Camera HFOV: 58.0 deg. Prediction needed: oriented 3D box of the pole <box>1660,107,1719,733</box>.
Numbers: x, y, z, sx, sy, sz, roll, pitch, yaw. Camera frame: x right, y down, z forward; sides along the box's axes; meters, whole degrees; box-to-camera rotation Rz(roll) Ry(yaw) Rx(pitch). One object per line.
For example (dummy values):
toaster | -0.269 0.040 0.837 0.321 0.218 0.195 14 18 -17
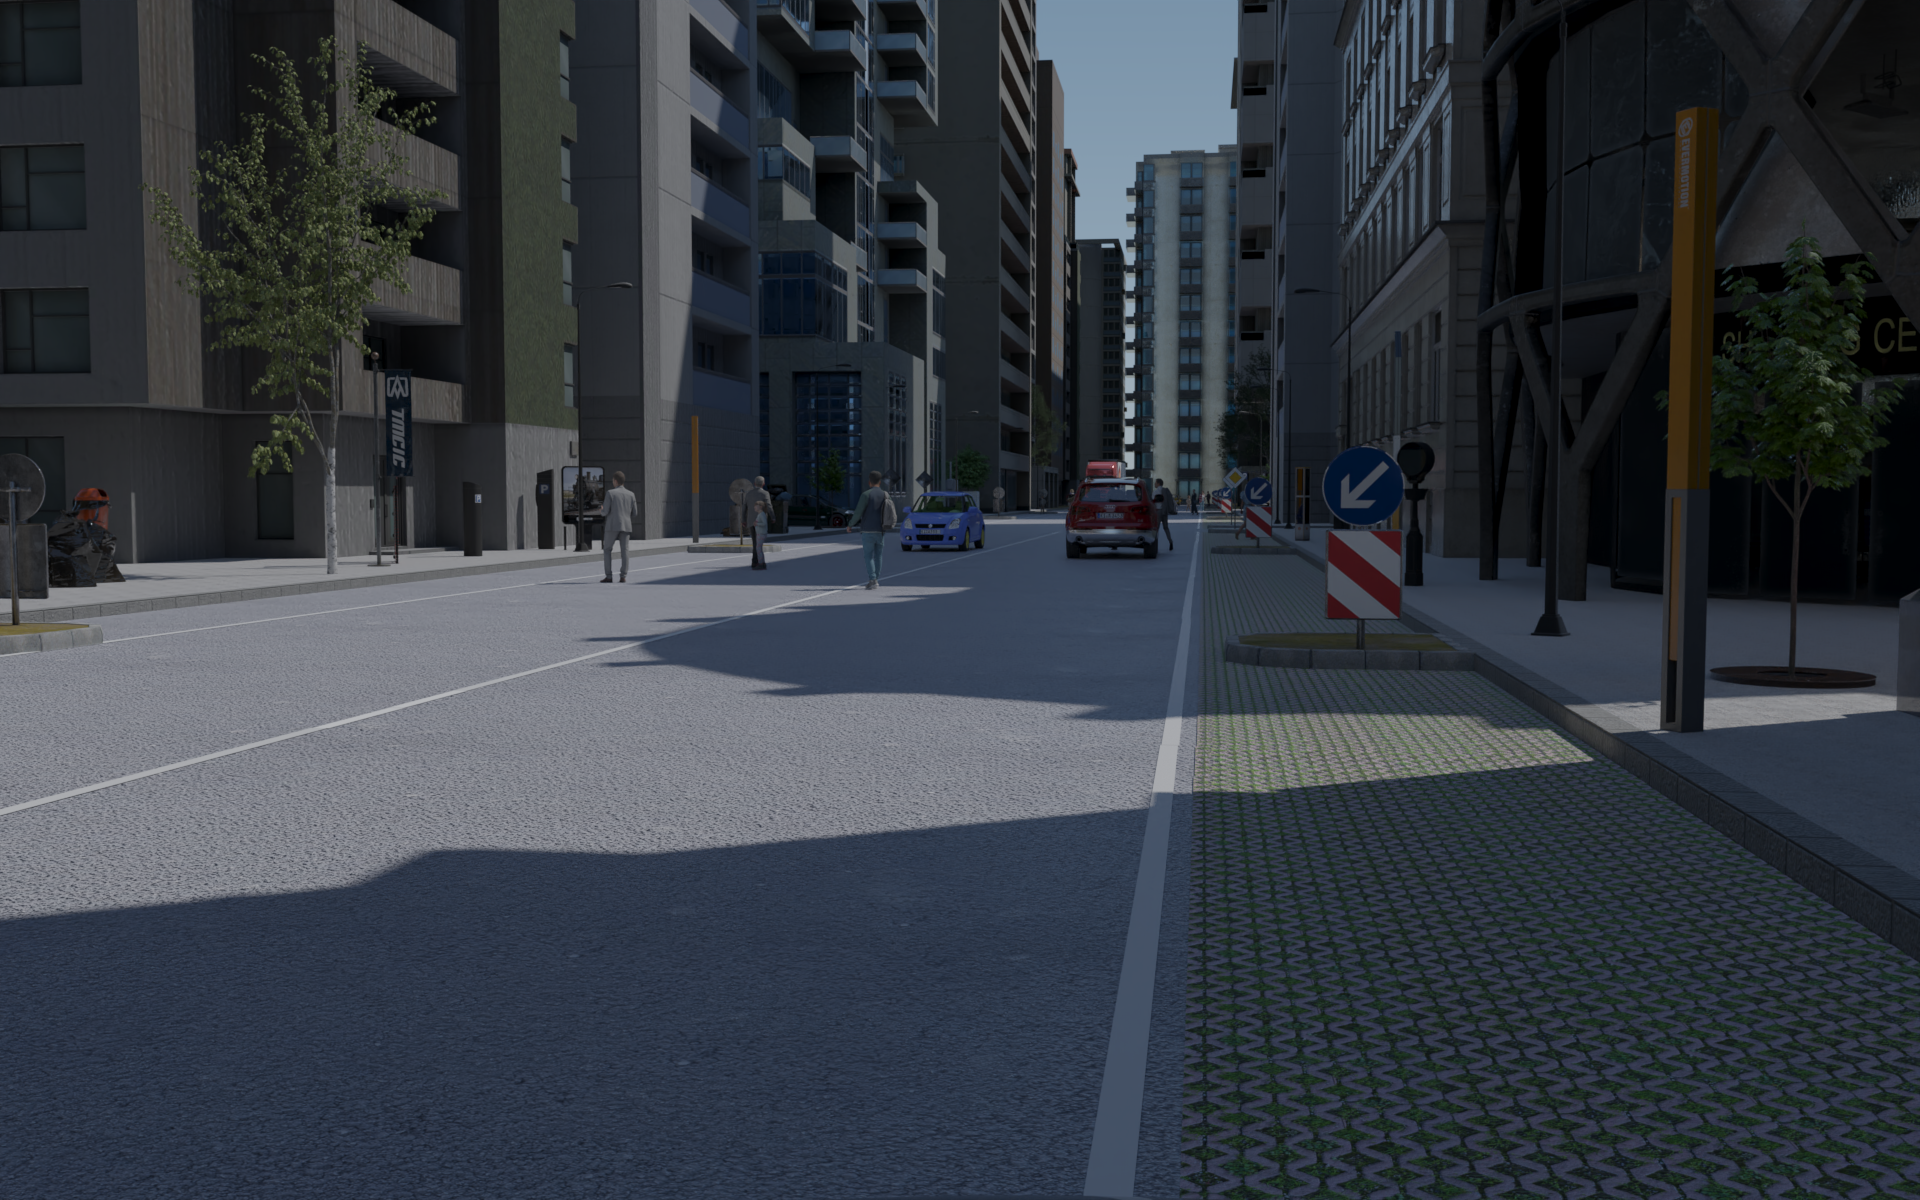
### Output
pole | 3.915 -0.945 9.296 0.158 3.312 0.155 0 3 0

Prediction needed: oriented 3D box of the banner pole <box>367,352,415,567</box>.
banner pole | -10.088 -2.486 30.660 0.863 3.779 0.401 0 4 -1

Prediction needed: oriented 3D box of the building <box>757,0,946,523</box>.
building | -12.096 -47.409 87.803 22.319 86.520 31.000 0 4 8

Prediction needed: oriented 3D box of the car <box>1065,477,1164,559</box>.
car | 3.565 -1.920 40.058 2.281 1.827 5.304 0 4 7

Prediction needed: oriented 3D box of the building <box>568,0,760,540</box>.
building | -21.521 -31.481 56.708 28.212 58.520 21.231 0 4 8

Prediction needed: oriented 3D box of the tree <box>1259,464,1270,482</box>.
tree | 16.881 -6.051 93.528 1.663 3.219 1.824 0 3 0

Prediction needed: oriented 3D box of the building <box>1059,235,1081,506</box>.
building | 5.820 -25.699 191.874 14.160 30.474 14.107 0 4 8

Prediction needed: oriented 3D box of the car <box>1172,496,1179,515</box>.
car | 14.158 -6.619 120.584 2.083 1.381 4.827 1 4 10

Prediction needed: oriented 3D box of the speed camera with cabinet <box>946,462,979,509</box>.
speed camera with cabinet | 0.136 -6.811 105.692 2.038 3.252 0.660 1 4 18

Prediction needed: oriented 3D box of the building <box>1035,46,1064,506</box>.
building | 3.119 -32.227 177.025 14.600 45.320 14.200 0 4 8

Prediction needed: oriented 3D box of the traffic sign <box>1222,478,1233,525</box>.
traffic sign | 11.255 -4.168 71.782 0.795 2.450 0.064 0 4 8

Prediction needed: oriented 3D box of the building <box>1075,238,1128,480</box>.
building | 11.628 -33.998 247.747 23.993 40.220 32.217 0 4 8

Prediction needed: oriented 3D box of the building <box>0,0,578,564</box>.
building | -17.495 -16.239 37.212 14.160 30.474 14.107 0 4 8

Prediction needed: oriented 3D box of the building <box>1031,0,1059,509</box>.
building | -1.400 -44.102 159.325 20.563 71.187 20.611 0 4 8

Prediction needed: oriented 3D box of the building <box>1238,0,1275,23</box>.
building | 33.632 -32.724 124.271 28.713 52.752 27.495 0 4 8

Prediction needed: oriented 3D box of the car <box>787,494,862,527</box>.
car | -5.983 -3.671 69.810 4.222 1.686 2.009 0 4 7

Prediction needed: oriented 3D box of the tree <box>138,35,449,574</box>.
tree | -10.312 -4.722 27.560 4.737 8.622 4.395 0 3 0

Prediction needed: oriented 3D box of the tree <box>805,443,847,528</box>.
tree | -4.795 -4.331 65.420 1.663 3.219 1.824 0 3 0

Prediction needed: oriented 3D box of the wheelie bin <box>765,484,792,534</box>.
wheelie bin | -5.897 -2.939 55.958 0.980 1.594 0.693 1 4 11

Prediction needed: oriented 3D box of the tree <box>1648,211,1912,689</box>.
tree | 5.846 -1.056 11.875 1.663 3.219 1.824 0 3 0

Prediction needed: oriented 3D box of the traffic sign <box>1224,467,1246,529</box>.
traffic sign | 10.145 -3.684 63.875 0.795 2.450 0.064 0 4 8

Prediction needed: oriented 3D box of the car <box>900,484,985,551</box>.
car | -0.427 -2.133 44.468 1.945 1.707 3.694 1 4 10

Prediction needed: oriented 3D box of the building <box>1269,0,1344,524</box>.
building | 28.669 -32.709 76.796 28.212 58.520 21.231 0 4 8

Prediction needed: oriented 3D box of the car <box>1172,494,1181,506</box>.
car | 26.655 -12.617 216.516 2.015 1.641 3.980 1 4 8

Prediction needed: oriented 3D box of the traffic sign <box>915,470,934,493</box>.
traffic sign | -1.511 -4.278 73.589 0.795 2.450 0.064 0 4 8

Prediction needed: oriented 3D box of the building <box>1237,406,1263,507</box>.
building | 37.748 -33.149 165.686 21.300 48.544 21.600 0 4 8

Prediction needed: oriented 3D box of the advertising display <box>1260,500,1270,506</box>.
advertising display | 16.851 -5.551 95.972 0.974 1.923 0.123 -2 4 -35

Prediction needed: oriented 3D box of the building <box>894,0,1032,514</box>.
building | -6.565 -30.523 122.760 21.300 48.544 21.600 0 4 8

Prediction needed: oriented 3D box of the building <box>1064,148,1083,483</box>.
building | 1.508 -34.217 214.079 28.867 44.769 22.147 0 4 8

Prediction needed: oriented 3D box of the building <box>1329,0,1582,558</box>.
building | 18.876 -13.083 47.183 16.112 22.955 30.059 0 4 8

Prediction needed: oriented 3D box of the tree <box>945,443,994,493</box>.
tree | 0.612 -7.712 109.799 4.285 4.588 4.351 0 3 0

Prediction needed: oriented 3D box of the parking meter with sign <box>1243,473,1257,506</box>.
parking meter with sign | 23.955 -8.905 141.856 1.738 3.016 0.543 -2 4 -35

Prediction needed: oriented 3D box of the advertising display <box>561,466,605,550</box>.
advertising display | -8.645 -2.112 39.753 0.974 1.923 0.123 -1 4 -20

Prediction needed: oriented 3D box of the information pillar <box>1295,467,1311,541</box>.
information pillar | 9.405 -2.631 47.516 0.304 2.012 0.304 -3 5 -43

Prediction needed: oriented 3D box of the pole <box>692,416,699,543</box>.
pole | -6.936 -3.152 45.384 0.158 3.312 0.155 0 3 0

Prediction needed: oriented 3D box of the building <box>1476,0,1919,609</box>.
building | 15.648 -9.528 23.233 16.820 18.784 16.811 0 4 8

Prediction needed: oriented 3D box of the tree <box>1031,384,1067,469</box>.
tree | 4.387 -12.427 137.589 8.767 10.594 7.601 0 4 7

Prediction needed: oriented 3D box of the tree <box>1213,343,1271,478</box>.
tree | 19.028 -10.597 107.667 7.601 10.594 8.767 -2 4 -28

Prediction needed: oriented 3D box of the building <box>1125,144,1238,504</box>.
building | 38.366 -37.920 239.599 30.456 49.044 23.786 0 4 8

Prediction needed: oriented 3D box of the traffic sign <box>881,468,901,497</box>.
traffic sign | -2.621 -3.794 65.681 0.795 2.450 0.064 0 4 8

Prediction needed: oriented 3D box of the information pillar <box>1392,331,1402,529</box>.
information pillar | 6.234 -2.042 24.742 0.183 3.616 0.504 1 4 12
